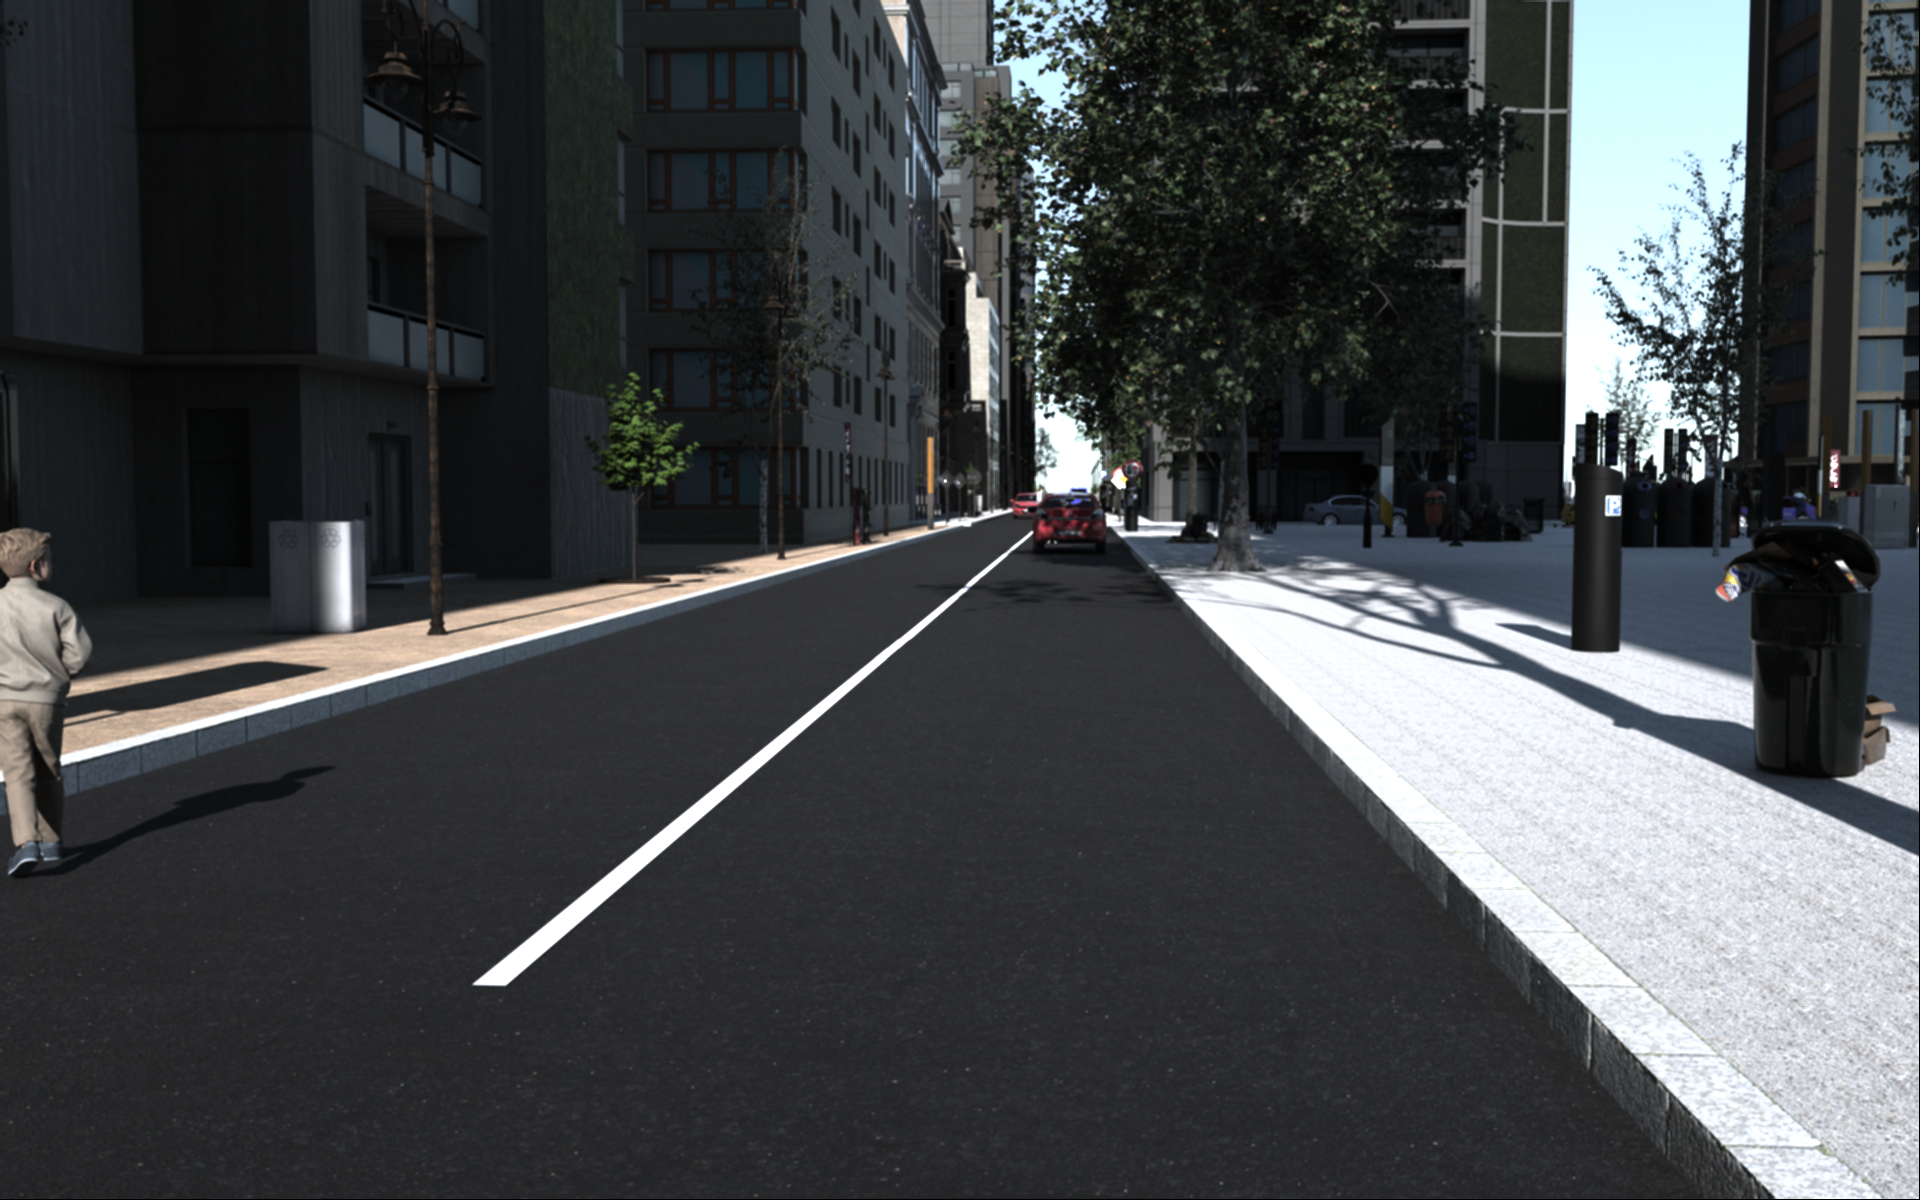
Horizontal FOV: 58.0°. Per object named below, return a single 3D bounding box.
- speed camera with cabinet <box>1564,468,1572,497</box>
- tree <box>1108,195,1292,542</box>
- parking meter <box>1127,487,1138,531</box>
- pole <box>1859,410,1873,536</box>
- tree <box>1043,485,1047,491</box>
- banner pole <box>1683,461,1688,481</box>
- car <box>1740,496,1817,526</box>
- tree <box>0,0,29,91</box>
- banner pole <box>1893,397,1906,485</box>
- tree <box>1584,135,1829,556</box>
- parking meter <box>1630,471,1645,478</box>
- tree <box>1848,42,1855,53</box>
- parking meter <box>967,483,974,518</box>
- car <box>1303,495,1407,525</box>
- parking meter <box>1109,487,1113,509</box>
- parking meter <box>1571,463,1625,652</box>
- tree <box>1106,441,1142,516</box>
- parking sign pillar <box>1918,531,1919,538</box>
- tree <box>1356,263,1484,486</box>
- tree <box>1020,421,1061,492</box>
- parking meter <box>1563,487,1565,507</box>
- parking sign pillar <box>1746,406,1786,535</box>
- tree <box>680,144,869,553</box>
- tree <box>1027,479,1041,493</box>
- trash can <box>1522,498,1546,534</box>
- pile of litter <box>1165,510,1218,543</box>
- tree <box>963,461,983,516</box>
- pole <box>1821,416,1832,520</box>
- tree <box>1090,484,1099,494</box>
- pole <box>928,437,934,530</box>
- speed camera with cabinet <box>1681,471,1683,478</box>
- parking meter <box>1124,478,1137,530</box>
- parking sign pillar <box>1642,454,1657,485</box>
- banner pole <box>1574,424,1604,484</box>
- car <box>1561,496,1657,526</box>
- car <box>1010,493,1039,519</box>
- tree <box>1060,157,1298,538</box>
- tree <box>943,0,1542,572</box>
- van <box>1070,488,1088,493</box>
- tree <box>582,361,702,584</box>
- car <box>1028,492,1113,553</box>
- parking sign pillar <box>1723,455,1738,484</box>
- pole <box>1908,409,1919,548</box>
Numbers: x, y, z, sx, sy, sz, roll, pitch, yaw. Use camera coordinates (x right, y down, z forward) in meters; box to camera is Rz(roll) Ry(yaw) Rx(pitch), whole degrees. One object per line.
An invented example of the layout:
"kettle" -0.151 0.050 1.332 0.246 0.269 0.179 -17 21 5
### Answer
"speed camera with cabinet" 45.317 -8.191 128.259 0.660 3.252 2.038 0 4 1
"tree" 5.799 -5.364 38.059 4.737 8.622 4.395 0 3 0
"parking meter" 5.937 -3.129 59.574 0.372 1.533 0.369 0 3 0
"pole" 22.035 -2.953 42.132 0.158 3.312 0.155 0 3 0
"tree" 13.273 -17.780 285.295 1.663 3.219 1.824 0 3 0
"banner pole" 47.898 -7.608 114.403 0.401 3.779 0.863 3 5 41
"car" 33.314 -3.629 71.907 3.894 1.354 1.945 0 4 5
"tree" -10.368 -3.920 14.460 4.360 8.622 3.978 0 3 0
"banner pole" 24.329 -3.357 44.899 0.863 3.779 0.401 -3 5 -44
"tree" 15.417 -5.213 35.600 4.360 8.622 3.978 0 3 0
"parking meter" 16.781 -2.278 42.962 0.255 1.863 0.399 0 4 0
"tree" 11.828 -4.171 18.559 4.360 8.622 3.978 0 3 0
"parking meter" 0.577 -5.441 94.674 0.255 1.863 0.399 2 4 25
"car" 16.629 -3.694 72.391 4.499 1.417 2.014 0 4 3
"parking meter" 12.523 -8.479 144.345 0.399 1.863 0.255 1 4 12
"parking meter" 5.212 -0.352 14.160 0.372 1.533 0.369 0 3 0
"tree" 10.185 -7.278 102.701 4.285 4.588 4.351 0 3 0
"parking sign pillar" 28.962 -3.809 50.741 1.447 3.967 1.447 -1 4 -16
"tree" 14.964 -6.457 55.936 4.360 8.622 3.978 0 3 0
"tree" 9.080 -17.560 221.513 8.767 10.594 7.601 1 4 17
"parking meter" 50.444 -8.516 144.946 0.255 1.863 0.399 2 4 29
"parking sign pillar" 25.189 -3.986 53.638 1.447 3.967 1.447 1 4 17
"tree" -4.176 -5.331 37.518 4.360 8.622 3.978 0 3 0
"tree" 8.846 -13.572 216.496 1.663 3.219 1.824 0 3 0
"trash can" 18.710 -2.743 56.497 0.748 1.137 0.748 0 3 0
"pile of litter" 6.244 -1.925 45.440 1.719 0.858 1.176 3 5 45
"tree" 0.521 -6.532 101.394 1.663 3.219 1.824 0 3 0
"pole" 22.698 -3.152 45.386 0.158 3.312 0.155 0 3 0
"tree" 21.169 -17.002 272.591 1.663 3.219 1.824 0 3 0
"pole" -1.054 -4.179 62.174 0.158 3.312 0.155 0 3 0
"speed camera with cabinet" 49.898 -7.673 119.787 0.660 3.252 2.038 3 4 38
"parking meter" 6.031 -3.391 61.154 0.399 1.863 0.255 -2 4 -24
"parking sign pillar" 46.773 -7.893 117.518 1.447 3.967 1.447 0 4 -4
"banner pole" 19.668 -3.939 54.414 0.863 3.779 0.401 -1 4 -11
"car" 27.039 -3.766 71.800 3.980 1.641 2.015 0 4 4
"car" 4.008 -5.672 101.785 2.155 1.783 4.494 0 4 2
"tree" 6.952 -7.637 50.614 9.928 11.665 9.643 0 3 0
"tree" 4.570 -6.833 28.724 9.611 12.733 9.660 0 3 0
"van" 11.810 -10.300 172.793 2.240 2.365 5.245 0 4 3
"tree" -4.812 -1.861 25.026 1.663 3.219 1.824 0 3 0
"car" 2.753 -2.099 43.353 2.155 1.783 4.494 0 4 4
"parking sign pillar" 48.038 -7.270 107.338 1.447 3.967 1.447 -3 5 -40
"pole" 22.833 -2.911 41.444 0.158 3.312 0.155 0 3 0
